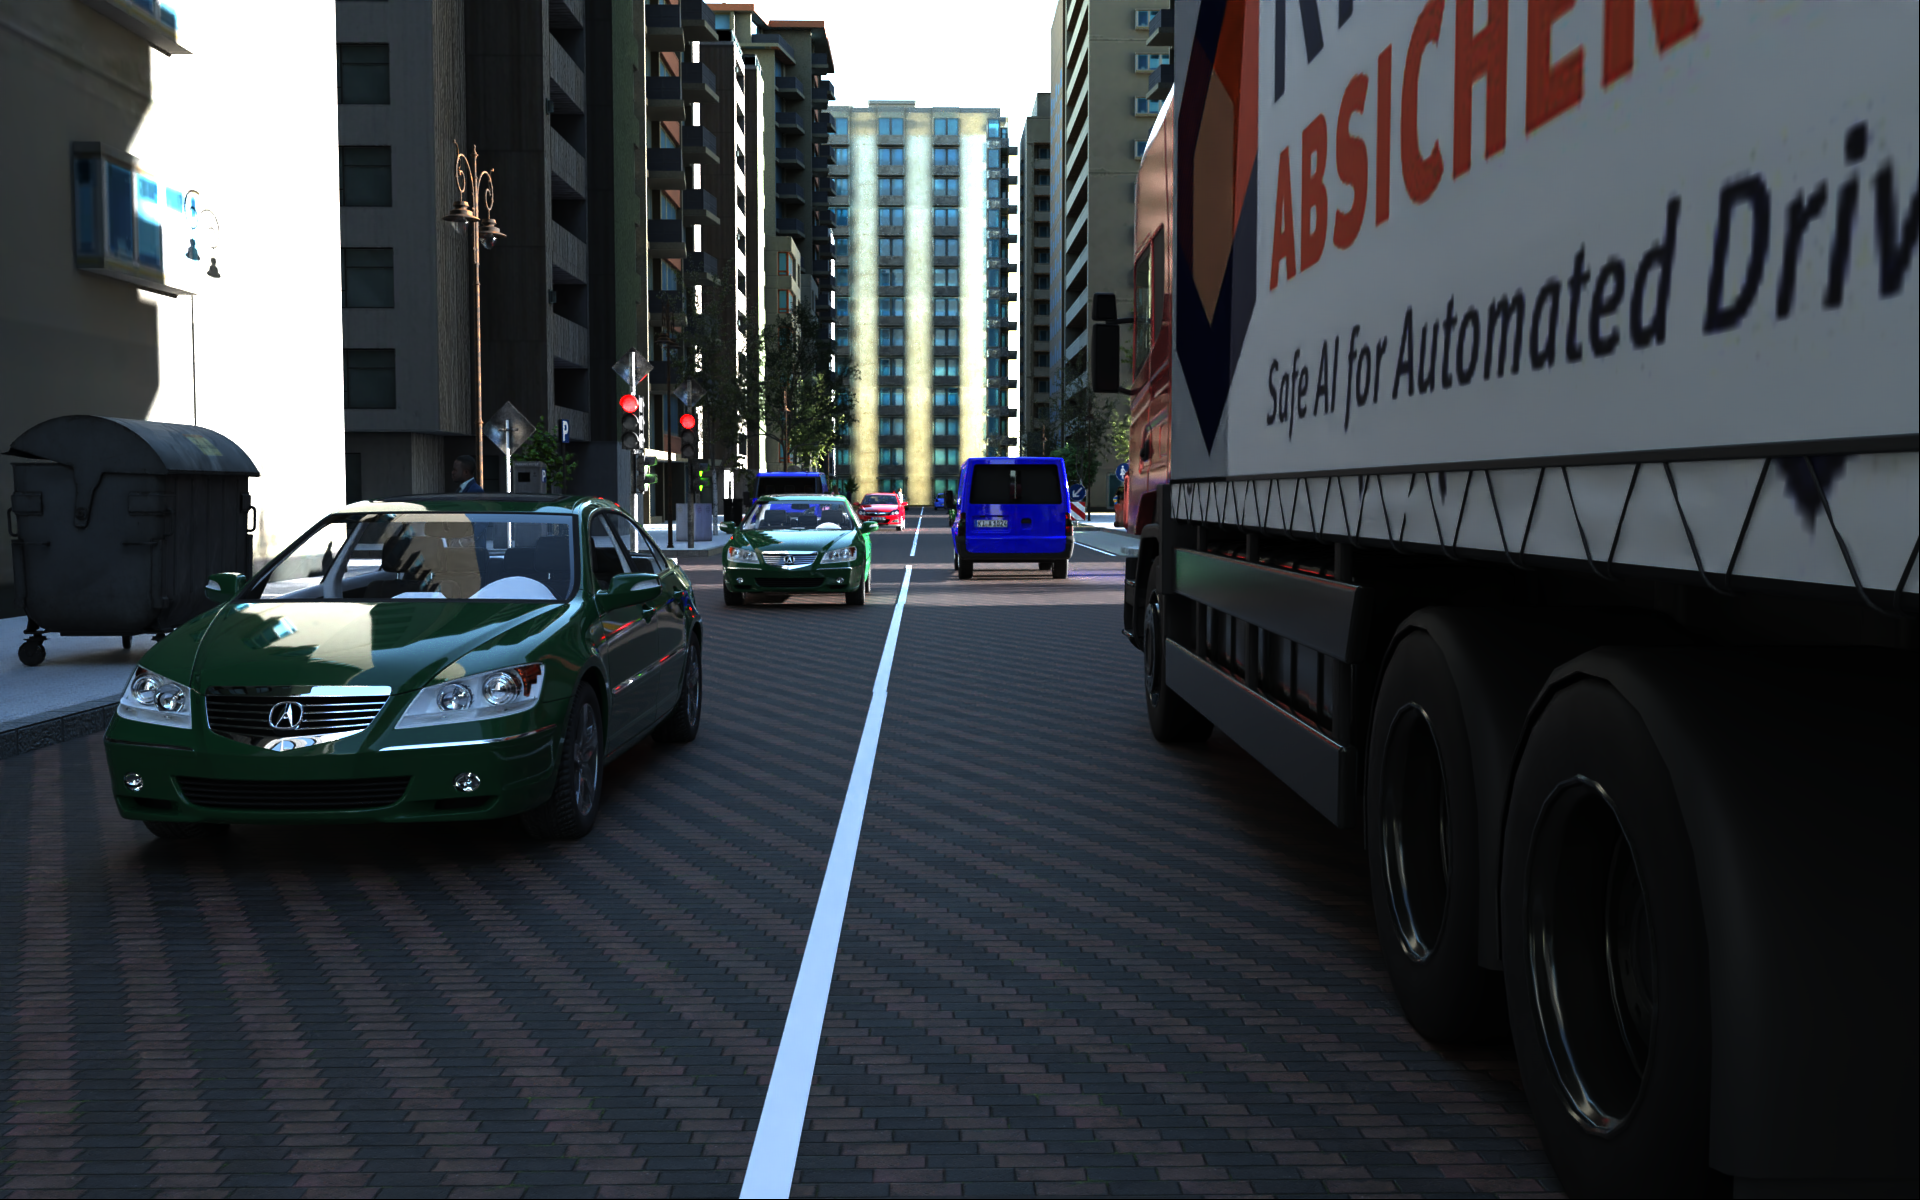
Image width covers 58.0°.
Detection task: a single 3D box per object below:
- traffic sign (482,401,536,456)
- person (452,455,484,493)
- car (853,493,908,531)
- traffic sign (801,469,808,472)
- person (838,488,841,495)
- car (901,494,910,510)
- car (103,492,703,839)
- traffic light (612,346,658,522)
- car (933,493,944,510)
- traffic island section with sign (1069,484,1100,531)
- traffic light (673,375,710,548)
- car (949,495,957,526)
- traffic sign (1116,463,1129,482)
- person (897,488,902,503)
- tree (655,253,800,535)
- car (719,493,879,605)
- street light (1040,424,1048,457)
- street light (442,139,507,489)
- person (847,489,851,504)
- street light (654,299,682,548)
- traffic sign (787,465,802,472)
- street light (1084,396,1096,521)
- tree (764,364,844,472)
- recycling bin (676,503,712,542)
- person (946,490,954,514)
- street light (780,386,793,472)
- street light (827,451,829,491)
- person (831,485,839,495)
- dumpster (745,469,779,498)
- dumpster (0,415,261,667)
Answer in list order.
[{"bbox_3d":[-6.412,-1.519,24.563,0.795,2.593,0.064,0,4,4],"label":"traffic sign"},{"bbox_3d":[-4.770,-0.487,16.649,0.419,1.800,0.721,-3,5,-44],"label":"person"},{"bbox_3d":[-3.147,-3.666,68.986,2.155,1.783,4.494,0,4,0],"label":"car"},{"bbox_3d":[-7.940,-5.337,87.369,0.768,2.556,0.104,1,4,8],"label":"traffic sign"},{"bbox_3d":[-10.912,-9.256,157.365,0.705,1.826,1.348,0,4,-4],"label":"person"},{"bbox_3d":[-5.431,-8.725,152.873,2.015,1.641,3.980,0,4,1],"label":"car"},{"bbox_3d":[-2.452,0.189,8.713,2.131,1.459,4.920,0,4,0],"label":"car"},{"bbox_3d":[-6.215,-2.697,33.022,0.839,4.253,0.868,0,4,-1],"label":"traffic light"},{"bbox_3d":[-1.430,-8.798,153.439,1.945,1.707,3.694,0,4,-2],"label":"car"},{"bbox_3d":[4.416,-3.616,67.756,1.989,1.847,2.006,0,4,-1],"label":"traffic island section with sign"},{"bbox_3d":[-6.371,-3.186,41.006,0.839,4.253,0.868,0,4,-1],"label":"traffic light"},{"bbox_3d":[0.451,-4.119,76.136,1.959,1.807,4.718,0,4,-3],"label":"car"},{"bbox_3d":[6.796,-4.359,71.378,0.768,2.556,0.104,1,4,8],"label":"traffic sign"},{"bbox_3d":[-3.774,-5.986,106.591,0.641,1.798,0.478,0,4,4],"label":"person"},{"bbox_3d":[-7.392,-6.311,53.539,4.360,8.622,3.978,0,3,0],"label":"tree"},{"bbox_3d":[-2.173,-0.738,23.866,2.131,1.459,4.920,0,4,-1],"label":"car"},{"bbox_3d":[5.528,-8.692,114.908,0.468,5.910,1.993,0,4,-1],"label":"street light"},{"bbox_3d":[-6.428,-3.077,23.092,0.468,5.910,1.993,0,4,-1],"label":"street light"},{"bbox_3d":[-9.966,-9.106,155.840,0.530,1.710,0.541,-2,4,-30],"label":"person"},{"bbox_3d":[-6.925,-4.187,41.239,0.468,5.910,1.993,0,4,-1],"label":"street light"},{"bbox_3d":[-7.342,-4.671,76.479,0.768,2.556,0.104,0,4,4],"label":"traffic sign"},{"bbox_3d":[6.139,-6.691,82.191,0.468,5.910,1.993,0,4,-1],"label":"street light"},{"bbox_3d":[-8.482,-8.678,92.247,4.737,8.622,4.395,0,3,0],"label":"tree"},{"bbox_3d":[-7.240,-2.116,47.148,0.722,1.027,0.722,2,4,33],"label":"recycling bin"},{"bbox_3d":[-0.702,-7.007,123.981,0.541,1.710,0.530,3,5,40],"label":"person"},{"bbox_3d":[-7.477,-6.221,74.497,0.468,5.910,1.993,0,4,-1],"label":"street light"},{"bbox_3d":[-8.140,-8.208,106.985,0.468,5.910,1.993,0,4,-1],"label":"street light"},{"bbox_3d":[-5.478,-4.110,75.713,0.388,1.821,0.555,2,4,35],"label":"person"},{"bbox_3d":[-7.347,-3.868,65.738,1.502,2.255,1.985,0,4,-1],"label":"dumpster"},{"bbox_3d":[-6.434,-0.477,13.554,1.264,1.857,1.865,0,4,-1],"label":"dumpster"}]
